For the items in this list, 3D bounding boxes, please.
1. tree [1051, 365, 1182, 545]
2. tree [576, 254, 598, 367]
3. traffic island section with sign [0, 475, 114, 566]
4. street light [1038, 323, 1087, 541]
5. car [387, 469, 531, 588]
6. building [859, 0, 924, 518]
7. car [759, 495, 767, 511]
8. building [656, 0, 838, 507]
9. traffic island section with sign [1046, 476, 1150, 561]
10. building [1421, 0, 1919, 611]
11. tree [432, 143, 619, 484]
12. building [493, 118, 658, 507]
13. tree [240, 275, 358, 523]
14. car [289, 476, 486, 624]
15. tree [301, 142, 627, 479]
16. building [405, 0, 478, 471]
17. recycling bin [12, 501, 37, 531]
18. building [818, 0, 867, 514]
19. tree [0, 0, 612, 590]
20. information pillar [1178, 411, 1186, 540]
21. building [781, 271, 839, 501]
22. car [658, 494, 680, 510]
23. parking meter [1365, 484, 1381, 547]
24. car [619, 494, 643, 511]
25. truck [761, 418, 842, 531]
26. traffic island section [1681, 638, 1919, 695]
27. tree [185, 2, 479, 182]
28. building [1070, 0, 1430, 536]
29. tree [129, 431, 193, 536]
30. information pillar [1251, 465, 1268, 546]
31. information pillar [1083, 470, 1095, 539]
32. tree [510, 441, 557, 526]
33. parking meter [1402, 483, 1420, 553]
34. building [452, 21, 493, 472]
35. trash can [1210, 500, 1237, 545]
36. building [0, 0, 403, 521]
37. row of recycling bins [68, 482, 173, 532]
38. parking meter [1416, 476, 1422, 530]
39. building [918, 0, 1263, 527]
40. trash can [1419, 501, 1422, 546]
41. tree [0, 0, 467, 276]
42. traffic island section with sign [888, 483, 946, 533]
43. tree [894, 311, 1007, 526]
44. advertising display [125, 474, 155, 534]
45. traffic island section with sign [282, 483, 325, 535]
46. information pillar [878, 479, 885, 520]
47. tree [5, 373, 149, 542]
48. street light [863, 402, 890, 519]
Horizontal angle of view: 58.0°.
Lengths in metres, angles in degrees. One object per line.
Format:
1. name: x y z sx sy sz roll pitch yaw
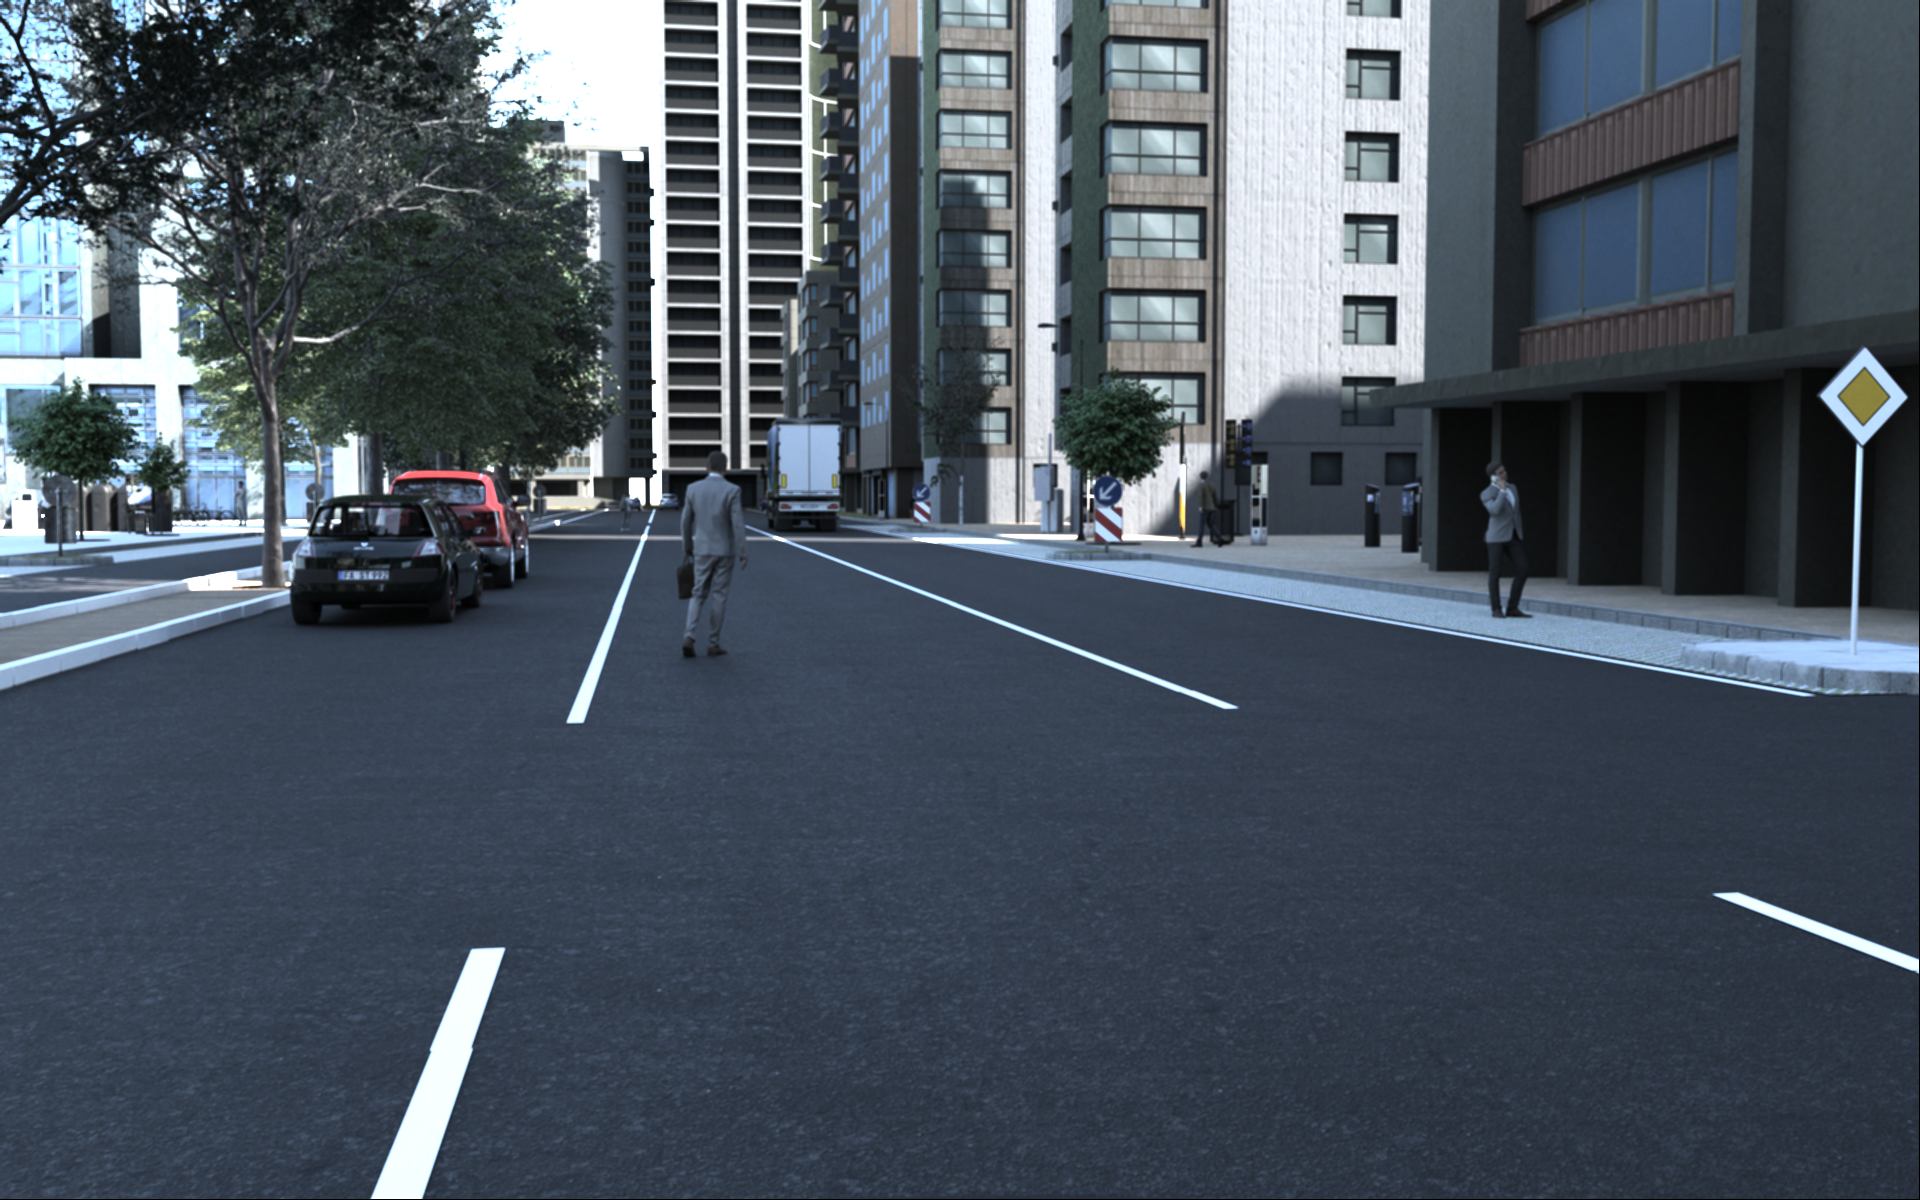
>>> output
1. tree: 3.991 -3.693 44.101 4.285 4.588 4.351 0 3 0
2. tree: -13.403 -7.575 44.436 7.486 12.596 7.792 0 3 0
3. traffic island section with sign: -18.365 -1.617 35.063 1.989 1.847 2.006 -1 4 -10
4. street light: 2.796 -4.572 47.295 1.470 5.913 1.316 -1 4 -10
5. car: -8.105 -1.172 27.839 2.281 1.827 5.304 -1 4 -10
6. building: 1.967 -27.385 97.858 14.600 45.320 14.200 -1 4 -10
7. car: -15.992 -8.173 146.213 1.945 1.354 3.894 -1 4 -8
8. building: -20.931 -45.343 179.618 20.611 71.187 20.563 -1 4 -10
9. traffic island section with sign: 2.945 -1.797 38.006 1.989 1.847 2.006 -1 4 -10
10. building: 21.602 -22.733 26.313 28.867 44.769 22.147 -1 4 -10
11. tree: -16.892 -9.410 62.966 9.857 13.997 8.962 0 3 0
12. building: -44.104 -29.979 182.044 23.993 40.220 32.217 -1 4 -10
13. tree: -29.107 -9.314 78.047 9.928 11.665 9.643 0 3 0
14. car: -6.724 -0.660 20.585 2.009 1.686 4.222 -1 4 -9
15. tree: -15.162 -8.160 52.889 9.611 12.733 9.660 0 3 0
16. building: -48.836 -31.030 126.956 23.786 49.044 30.456 -1 4 -10
17. recycling bin: -32.858 -2.954 60.852 0.722 1.027 0.722 -2 4 -25
18. building: 1.760 -28.508 120.722 22.147 44.769 28.867 -1 4 -10
19. tree: -10.334 -6.902 25.674 12.009 13.543 11.850 0 3 0
20. information pillar: 6.250 -3.507 48.687 0.183 3.616 0.504 1 4 13
21. building: -0.710 -18.695 150.709 27.650 21.520 28.899 -1 4 -10
22. car: -25.956 -8.713 154.463 2.014 1.417 4.499 -1 4 -10
23. parking meter: 10.014 -2.054 41.999 0.372 1.533 0.369 0 3 0
24. car: -28.544 -8.457 150.274 2.014 1.417 4.499 -1 4 -9
25. truck: -6.433 -4.945 69.756 2.839 4.237 11.283 -1 4 -9
26. traffic island section: 7.150 0.521 13.767 2.009 0.180 2.903 -1 4 -10
27. tree: -12.112 -7.026 35.458 7.486 12.596 7.792 0 3 0
28. building: 10.244 -17.642 60.142 14.160 30.474 14.107 -1 4 -10
29. tree: -24.304 -3.568 52.944 1.663 3.219 1.824 0 3 0
30. information pillar: 7.474 -2.371 43.256 0.304 2.012 0.304 3 5 41
31. information pillar: 3.657 -2.768 49.748 0.304 2.012 0.304 3 5 43
32. tree: -19.407 -7.637 77.680 4.360 8.622 3.978 0 3 0
33. parking meter: 9.904 -1.813 38.047 0.372 1.533 0.369 0 3 0
34. building: -48.459 -28.588 151.002 14.086 41.232 14.154 -1 4 -10
35. trash can: 6.659 -1.978 43.989 0.748 1.137 0.748 0 3 0
36. building: -43.096 -47.858 95.146 22.319 86.520 31.000 -1 4 -10
37. row of recycling bins: -28.504 -3.160 58.787 3.534 1.692 1.069 0 4 1
38. parking meter: 13.561 -2.752 50.708 0.399 1.863 0.255 -2 4 -30
39. building: 4.900 -18.955 81.614 14.160 30.474 14.107 -1 4 -10
40. trash can: 11.479 -1.918 43.006 0.748 1.137 0.748 0 3 0
41. tree: -8.475 -4.770 14.863 8.767 10.594 7.601 -1 4 -10
42. traffic island section with sign: -1.643 -3.422 64.569 1.989 1.847 2.006 -1 4 -10
43. tree: -0.174 -7.284 69.451 4.360 8.622 3.978 0 3 0
44. advertising display: -26.185 -3.066 55.341 0.974 1.923 0.123 1 4 12
45. traffic island section with sign: -22.977 -3.242 61.637 1.989 1.847 2.006 -1 4 -10
46. information pillar: -3.916 -5.011 86.428 0.304 2.012 0.304 -1 4 -10
47. tree: -23.903 -3.880 47.146 4.285 4.588 4.351 0 3 0
48. street light: -4.225 -7.051 87.824 1.470 5.913 1.316 -1 4 -10
